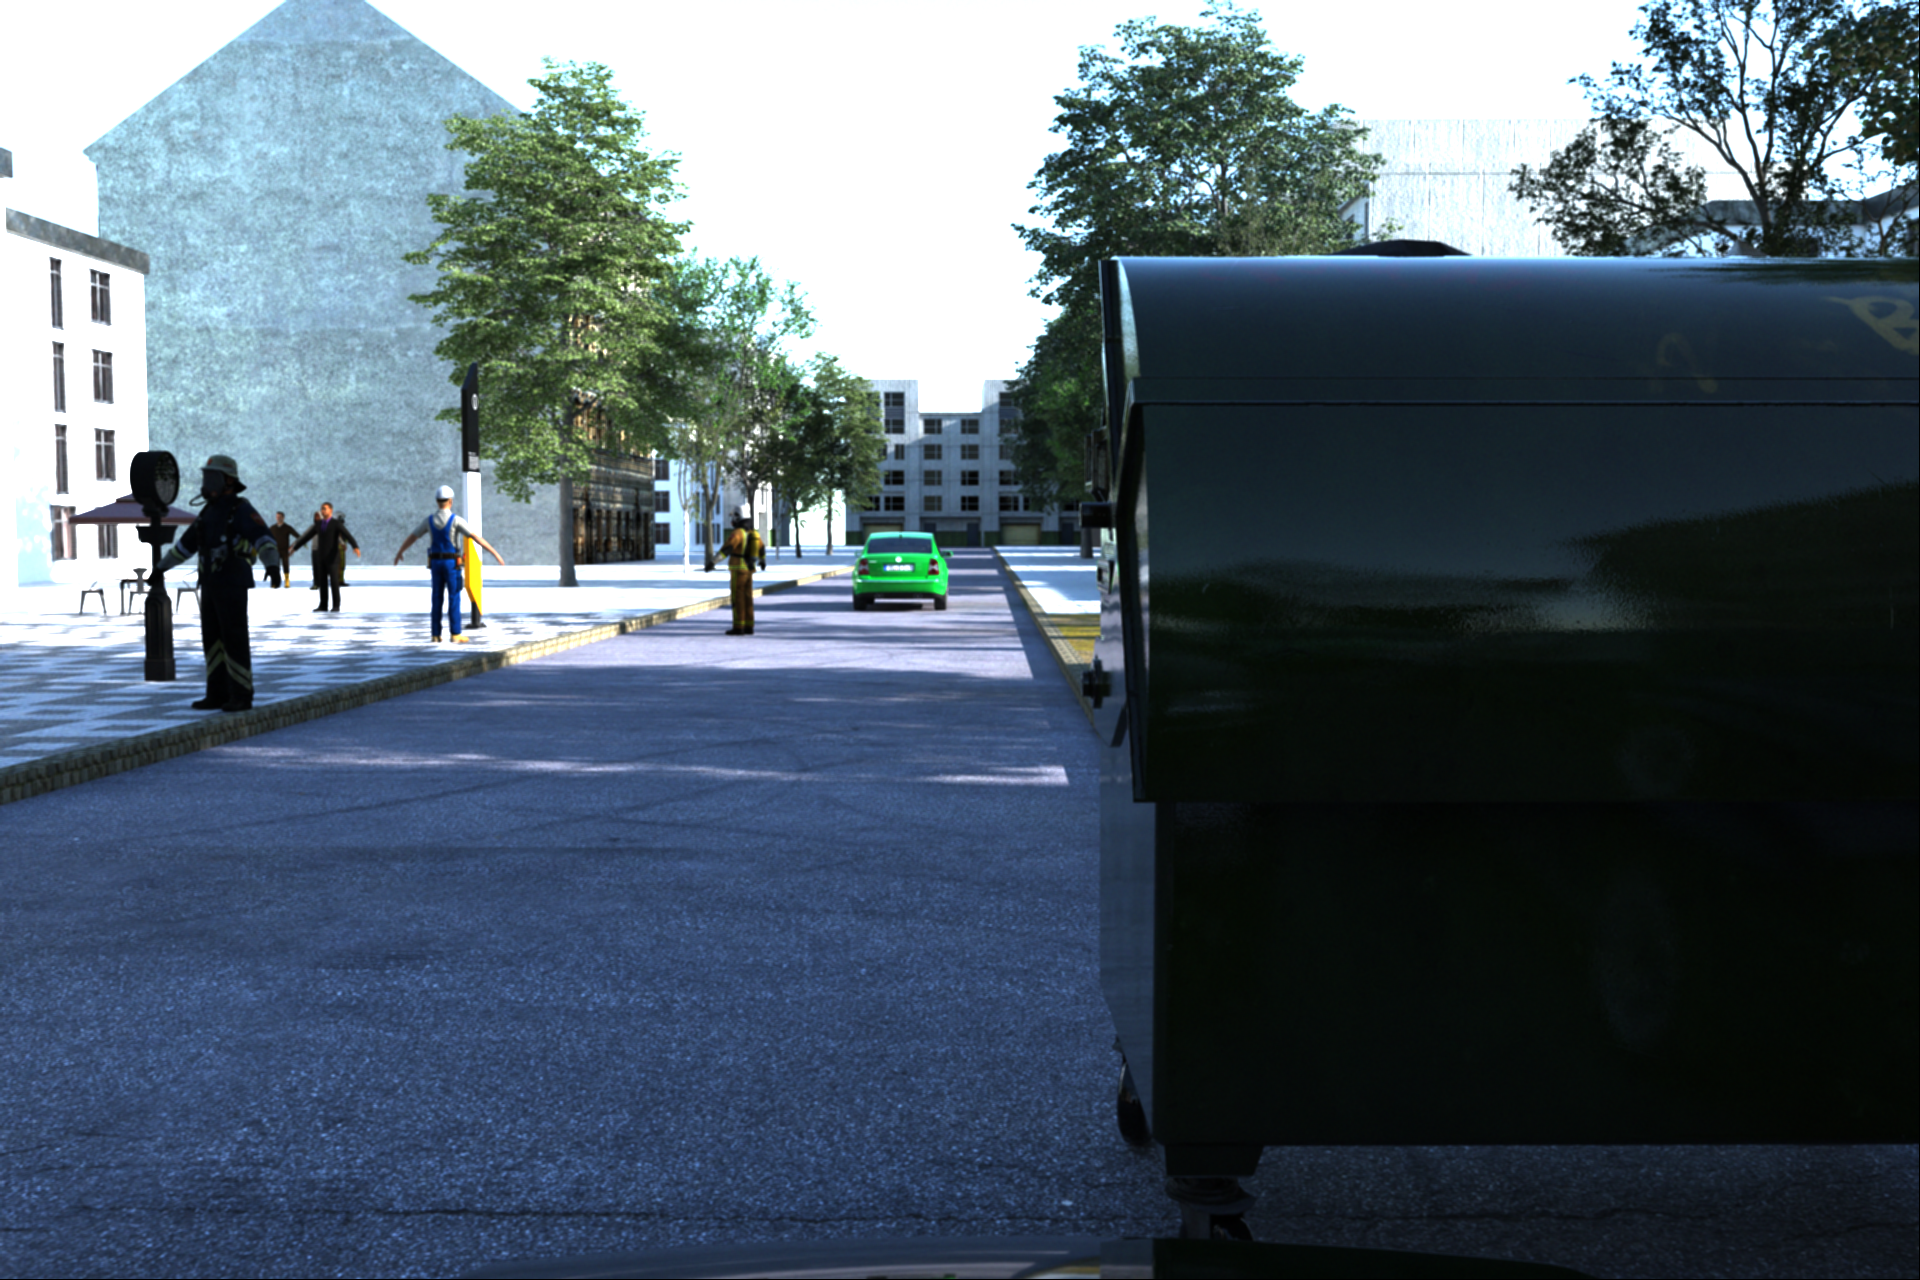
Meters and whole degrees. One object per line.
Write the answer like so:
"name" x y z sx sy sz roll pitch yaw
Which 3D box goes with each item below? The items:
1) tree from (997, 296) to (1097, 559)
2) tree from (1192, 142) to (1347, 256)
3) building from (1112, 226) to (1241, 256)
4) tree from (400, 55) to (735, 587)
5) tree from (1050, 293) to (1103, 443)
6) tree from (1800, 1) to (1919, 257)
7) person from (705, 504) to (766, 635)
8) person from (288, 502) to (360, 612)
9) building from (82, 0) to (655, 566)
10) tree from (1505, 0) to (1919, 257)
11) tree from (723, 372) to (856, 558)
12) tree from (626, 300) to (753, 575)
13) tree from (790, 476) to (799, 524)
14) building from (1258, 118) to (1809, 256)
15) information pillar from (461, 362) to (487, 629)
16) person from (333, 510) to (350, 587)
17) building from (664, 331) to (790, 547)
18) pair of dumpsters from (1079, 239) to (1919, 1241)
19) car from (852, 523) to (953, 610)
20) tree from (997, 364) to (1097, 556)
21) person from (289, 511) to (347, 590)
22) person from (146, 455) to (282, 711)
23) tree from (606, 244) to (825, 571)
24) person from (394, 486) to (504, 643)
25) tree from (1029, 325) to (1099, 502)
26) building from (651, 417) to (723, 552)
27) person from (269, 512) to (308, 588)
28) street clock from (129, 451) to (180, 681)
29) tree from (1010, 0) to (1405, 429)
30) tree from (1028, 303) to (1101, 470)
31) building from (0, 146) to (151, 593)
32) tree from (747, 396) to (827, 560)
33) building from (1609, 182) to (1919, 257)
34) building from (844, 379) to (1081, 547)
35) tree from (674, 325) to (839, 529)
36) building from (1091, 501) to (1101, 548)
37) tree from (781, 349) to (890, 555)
"tree" 6.795 -11.263 90.802 9.857 13.997 8.962 0 3 0
"tree" 6.105 -5.060 33.094 4.360 8.622 3.978 0 3 0
"building" 24.644 -17.576 131.335 27.936 21.610 32.646 0 4 1
"tree" -9.311 -7.543 41.454 7.486 12.596 7.792 0 3 0
"tree" 6.590 -7.444 56.120 7.601 10.594 8.767 -3 5 -41
"tree" 10.346 -6.437 11.906 9.857 13.997 8.962 0 3 0
"person" -3.122 -1.001 24.594 0.705 1.858 1.354 2 4 29
"person" -10.440 -1.366 28.565 1.346 1.802 0.704 1 4 16
"building" -24.715 -15.074 77.386 19.493 23.208 18.063 0 4 1
"tree" 11.756 -5.462 23.711 8.767 10.594 7.601 1 4 22
"tree" -8.954 -9.731 93.516 7.601 10.594 8.767 3 4 39
"tree" -8.898 -6.369 54.501 4.360 8.622 3.978 0 3 0
"tree" -22.428 -17.956 200.241 9.857 13.997 8.962 0 3 0
"building" 24.423 -13.213 82.495 16.747 18.905 31.486 0 4 1
"information pillar" -6.601 -1.961 23.422 0.183 3.616 0.504 0 4 2
"person" -15.178 -2.239 42.381 1.354 1.858 0.705 3 5 43
"building" -26.662 -18.302 165.698 16.747 18.905 31.486 0 4 2
"pair of dumpsters" 2.466 0.081 3.631 4.436 2.255 1.574 0 4 0
"car" -1.124 -1.541 33.986 1.959 1.807 4.718 0 3 0
"tree" 7.299 -11.779 102.963 12.009 13.543 11.850 0 3 0
"person" -14.615 -2.040 39.490 1.348 1.813 0.705 0 4 4
"person" -5.378 -0.418 12.607 1.354 1.856 0.705 2 4 28
"tree" -8.796 -8.287 61.249 9.928 11.665 9.643 0 3 0
"person" -6.085 -0.897 20.517 1.347 1.847 0.705 0 4 6
"tree" 7.088 -9.891 79.847 7.486 12.596 7.792 0 3 0
"building" -22.848 -11.793 134.964 9.099 9.664 28.070 0 4 2
"person" -16.124 -2.138 41.097 1.346 1.812 0.704 0 4 -2
"street clock" -7.008 -0.645 15.117 0.358 2.002 0.471 0 4 1
"tree" 6.123 -8.278 41.998 9.857 13.997 8.962 0 3 0
"tree" 6.260 -8.793 69.518 9.928 11.665 9.643 0 3 0
"building" -25.272 -5.871 38.141 9.099 9.664 28.070 0 4 1
"tree" -8.843 -8.247 85.197 4.737 8.622 4.395 0 3 0
"building" 23.429 -6.217 43.803 9.099 9.664 28.070 0 4 0
"building" 2.630 -20.493 203.975 31.486 18.905 16.747 0 4 -1
"tree" -8.891 -8.626 75.453 8.767 10.594 7.601 2 4 24
"building" 26.279 -20.449 178.311 27.936 21.610 32.646 0 4 0
"tree" -7.834 -11.528 106.617 7.486 12.596 7.792 0 3 0
